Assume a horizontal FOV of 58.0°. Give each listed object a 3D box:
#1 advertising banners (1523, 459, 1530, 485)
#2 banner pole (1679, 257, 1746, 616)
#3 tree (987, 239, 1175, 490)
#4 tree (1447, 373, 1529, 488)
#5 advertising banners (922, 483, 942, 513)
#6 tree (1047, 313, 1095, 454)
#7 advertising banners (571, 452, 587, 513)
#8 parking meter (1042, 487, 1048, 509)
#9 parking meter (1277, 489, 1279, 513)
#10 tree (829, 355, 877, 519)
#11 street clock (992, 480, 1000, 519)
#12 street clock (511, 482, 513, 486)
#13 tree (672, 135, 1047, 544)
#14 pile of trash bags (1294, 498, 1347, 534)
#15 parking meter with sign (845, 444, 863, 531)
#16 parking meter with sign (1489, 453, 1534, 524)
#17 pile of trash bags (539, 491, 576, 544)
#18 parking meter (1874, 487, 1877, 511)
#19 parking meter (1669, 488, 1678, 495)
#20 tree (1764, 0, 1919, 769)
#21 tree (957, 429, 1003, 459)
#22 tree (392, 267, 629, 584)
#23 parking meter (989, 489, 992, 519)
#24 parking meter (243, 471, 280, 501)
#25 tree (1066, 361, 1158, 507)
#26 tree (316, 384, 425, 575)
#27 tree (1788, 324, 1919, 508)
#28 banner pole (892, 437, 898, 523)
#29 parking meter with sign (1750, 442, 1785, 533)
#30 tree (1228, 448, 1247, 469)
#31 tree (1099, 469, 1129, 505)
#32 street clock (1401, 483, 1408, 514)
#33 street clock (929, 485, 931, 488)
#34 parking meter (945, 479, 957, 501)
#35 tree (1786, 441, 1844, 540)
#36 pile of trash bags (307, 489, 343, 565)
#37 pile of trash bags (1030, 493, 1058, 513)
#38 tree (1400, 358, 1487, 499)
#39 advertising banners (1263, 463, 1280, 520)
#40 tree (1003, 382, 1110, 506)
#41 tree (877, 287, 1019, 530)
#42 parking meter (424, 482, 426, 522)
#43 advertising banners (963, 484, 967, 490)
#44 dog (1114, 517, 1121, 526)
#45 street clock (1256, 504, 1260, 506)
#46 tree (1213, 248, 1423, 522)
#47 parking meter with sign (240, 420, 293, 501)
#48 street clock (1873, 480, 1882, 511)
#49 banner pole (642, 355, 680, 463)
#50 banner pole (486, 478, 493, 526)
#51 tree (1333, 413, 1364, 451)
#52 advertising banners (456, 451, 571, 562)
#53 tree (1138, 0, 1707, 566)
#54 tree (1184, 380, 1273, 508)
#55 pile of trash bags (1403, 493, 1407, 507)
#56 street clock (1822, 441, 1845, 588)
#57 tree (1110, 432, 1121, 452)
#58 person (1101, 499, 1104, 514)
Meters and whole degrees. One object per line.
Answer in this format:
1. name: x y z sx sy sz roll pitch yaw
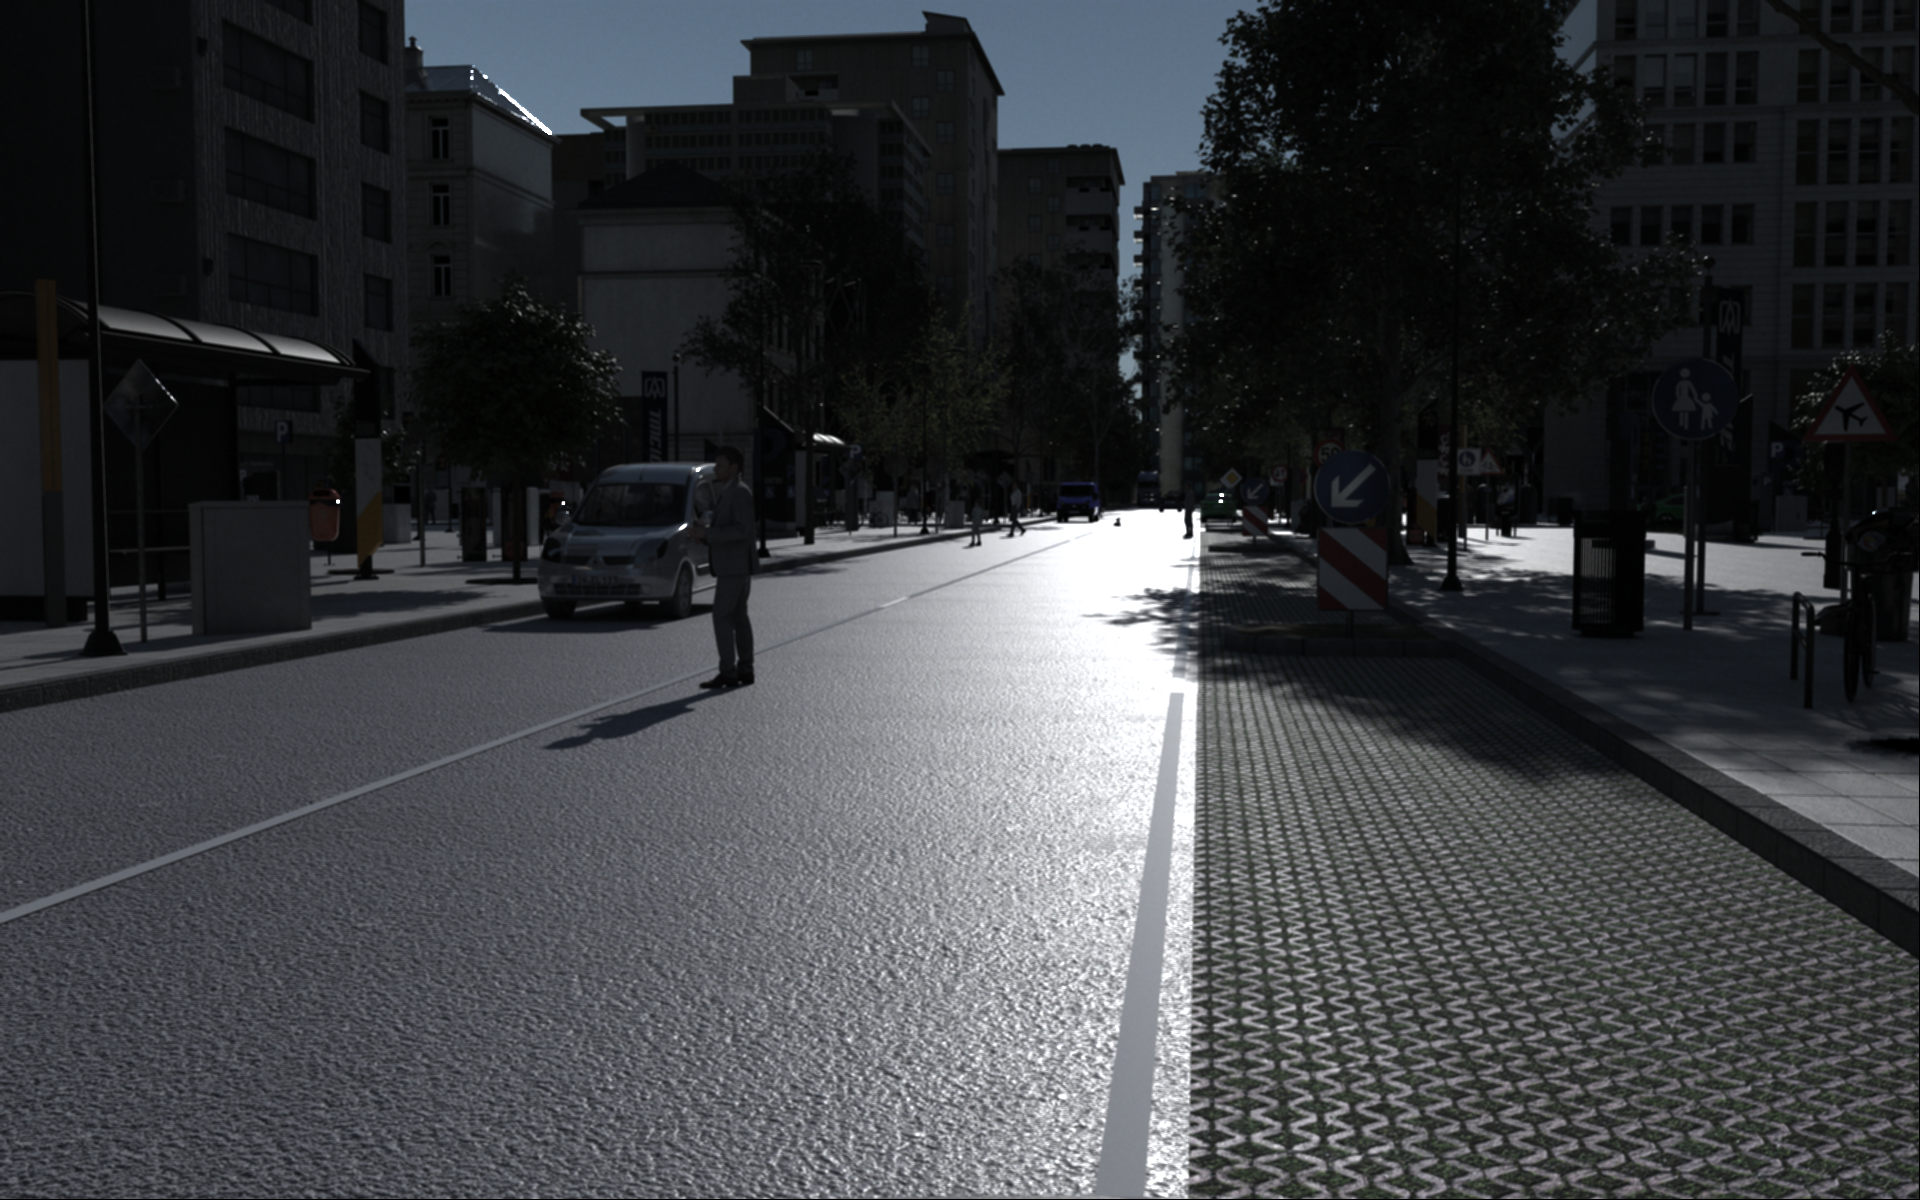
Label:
1. advertising banners: 27.807 -5.523 86.491 0.090 3.025 2.074 -1 4 -16
2. banner pole: 8.089 -1.742 18.491 0.863 3.779 0.401 -2 4 -32
3. tree: 8.691 -16.560 126.649 12.611 20.169 13.585 0 3 0
4. tree: 25.136 -8.002 81.202 4.360 8.622 3.978 0 3 0
5. advertising banners: -2.055 -7.056 111.549 2.074 3.025 0.090 -1 4 -14
6. tree: 2.793 -9.015 81.802 7.601 10.594 8.767 1 4 17
7. advertising banners: -7.446 -2.391 35.284 2.074 3.025 0.090 1 4 23
8. parking meter: 6.726 -8.056 137.428 0.399 1.863 0.255 -1 4 -13
9. parking meter: 21.603 -6.806 116.984 0.255 1.863 0.399 -2 4 -29
10. tree: -4.698 -8.575 90.570 4.360 8.622 3.978 0 3 0
11. street clock: 1.858 -5.188 89.391 0.358 2.002 0.471 2 4 35
12. street clock: -24.585 -5.573 95.696 0.471 2.002 0.358 3 4 36
13. tree: -3.631 -6.719 44.265 8.767 10.594 7.601 3 4 37
14. pile of trash bags: 12.115 -2.795 55.446 1.912 1.369 3.447 -1 4 -13
15. parking meter with sign: -3.782 -3.944 60.746 0.543 3.016 1.738 -1 4 -11
16. parking meter with sign: 23.327 -4.711 73.281 1.738 3.016 0.543 2 4 26
17. pile of trash bags: -10.873 -2.210 45.878 1.912 1.369 3.447 0 4 -6
18. parking meter: 40.858 -4.362 77.030 0.399 1.863 0.255 2 4 28
19. parking meter: 29.293 -3.837 71.138 0.372 1.533 0.369 0 3 0
20. tree: 4.946 -5.044 8.220 9.928 11.665 9.643 0 3 0
21. tree: 1.309 -11.707 141.764 4.737 8.622 4.395 0 3 0
22. tree: -6.552 -2.533 25.125 4.285 4.588 4.351 0 3 0
23. parking meter: 1.464 -4.996 90.100 0.372 1.533 0.369 0 3 0
24. parking meter: -7.670 -0.650 19.046 0.372 1.533 0.369 0 3 0
25. tree: 13.839 -15.844 165.702 9.857 13.997 8.962 0 3 0
26. tree: -9.740 -2.033 27.837 1.663 3.219 1.824 0 3 0
27. tree: 17.994 -3.060 33.744 4.285 4.588 4.351 0 3 0
28. banner pole: -2.859 -5.277 76.291 0.401 3.779 0.863 -1 4 -20
29. parking meter with sign: 27.093 -3.806 58.482 0.543 3.016 1.738 0 4 -3
30. tree: 27.138 -13.410 169.622 4.737 8.622 4.395 0 3 0
31. tree: 17.500 -13.091 197.756 4.285 4.588 4.351 0 3 0
32. street clock: 28.870 -6.607 112.602 0.358 2.002 0.471 3 5 43
33. street clock: -2.591 -8.393 141.795 0.358 2.002 0.471 -2 4 -28
34. parking meter: -0.340 -3.715 66.453 0.399 1.863 0.255 3 5 40
35. tree: 24.255 -3.325 48.967 1.663 3.219 1.824 0 3 0
36. pile of trash bags: -12.745 -1.288 30.817 3.447 1.369 1.912 0 4 -6
37. pile of trash bags: 7.097 -7.528 132.837 3.447 1.369 1.912 1 4 11
38. tree: 25.068 -8.527 89.773 4.737 8.622 4.395 0 3 0
39. advertising banners: 15.722 -5.573 87.302 0.090 3.025 2.074 -1 4 -17
40. tree: 6.167 -9.792 110.461 4.737 8.622 4.395 0 3 0
41. tree: -0.222 -6.850 62.355 4.360 8.622 3.978 0 3 0
42. parking meter: -24.439 -4.467 78.746 0.255 1.863 0.399 0 4 -7
43. advertising banners: 0.658 -6.575 103.683 0.090 3.025 2.074 2 4 30
44. dog: 7.093 -3.488 77.216 0.550 0.427 0.748 2 4 27
45. street clock: 15.589 -5.257 90.527 0.358 2.002 0.471 -2 4 -34
46. tree: 12.262 -8.609 58.880 7.486 12.596 7.792 0 3 0
47. parking meter with sign: -16.391 -2.690 40.240 0.543 3.016 1.738 2 4 32
48. street clock: 32.760 -3.497 61.749 0.358 2.002 0.471 0 4 4
49. banner pole: -5.316 -2.515 31.145 0.863 3.779 0.401 -2 4 -23
50. banner pole: -19.058 -4.865 69.552 0.863 3.779 0.401 1 4 18
51. tree: 30.471 -11.623 140.395 4.737 8.622 4.395 0 3 0
52. advertising banners: -8.514 -2.246 32.905 2.074 3.025 0.090 0 4 -3
53. tree: 7.900 -6.989 31.279 9.611 12.733 9.660 0 3 0
54. tree: 25.477 -15.475 159.666 9.857 13.997 8.962 0 3 0
55. pile of trash bags: 29.774 -6.142 110.166 3.447 1.369 1.912 -1 4 -14
56. street clock: 11.933 -1.166 23.627 0.358 2.002 0.471 3 5 40
57. tree: 15.554 -14.380 185.472 4.737 8.622 4.395 0 3 0
58. person: 10.134 -7.098 125.227 0.598 1.740 0.731 2 4 27
